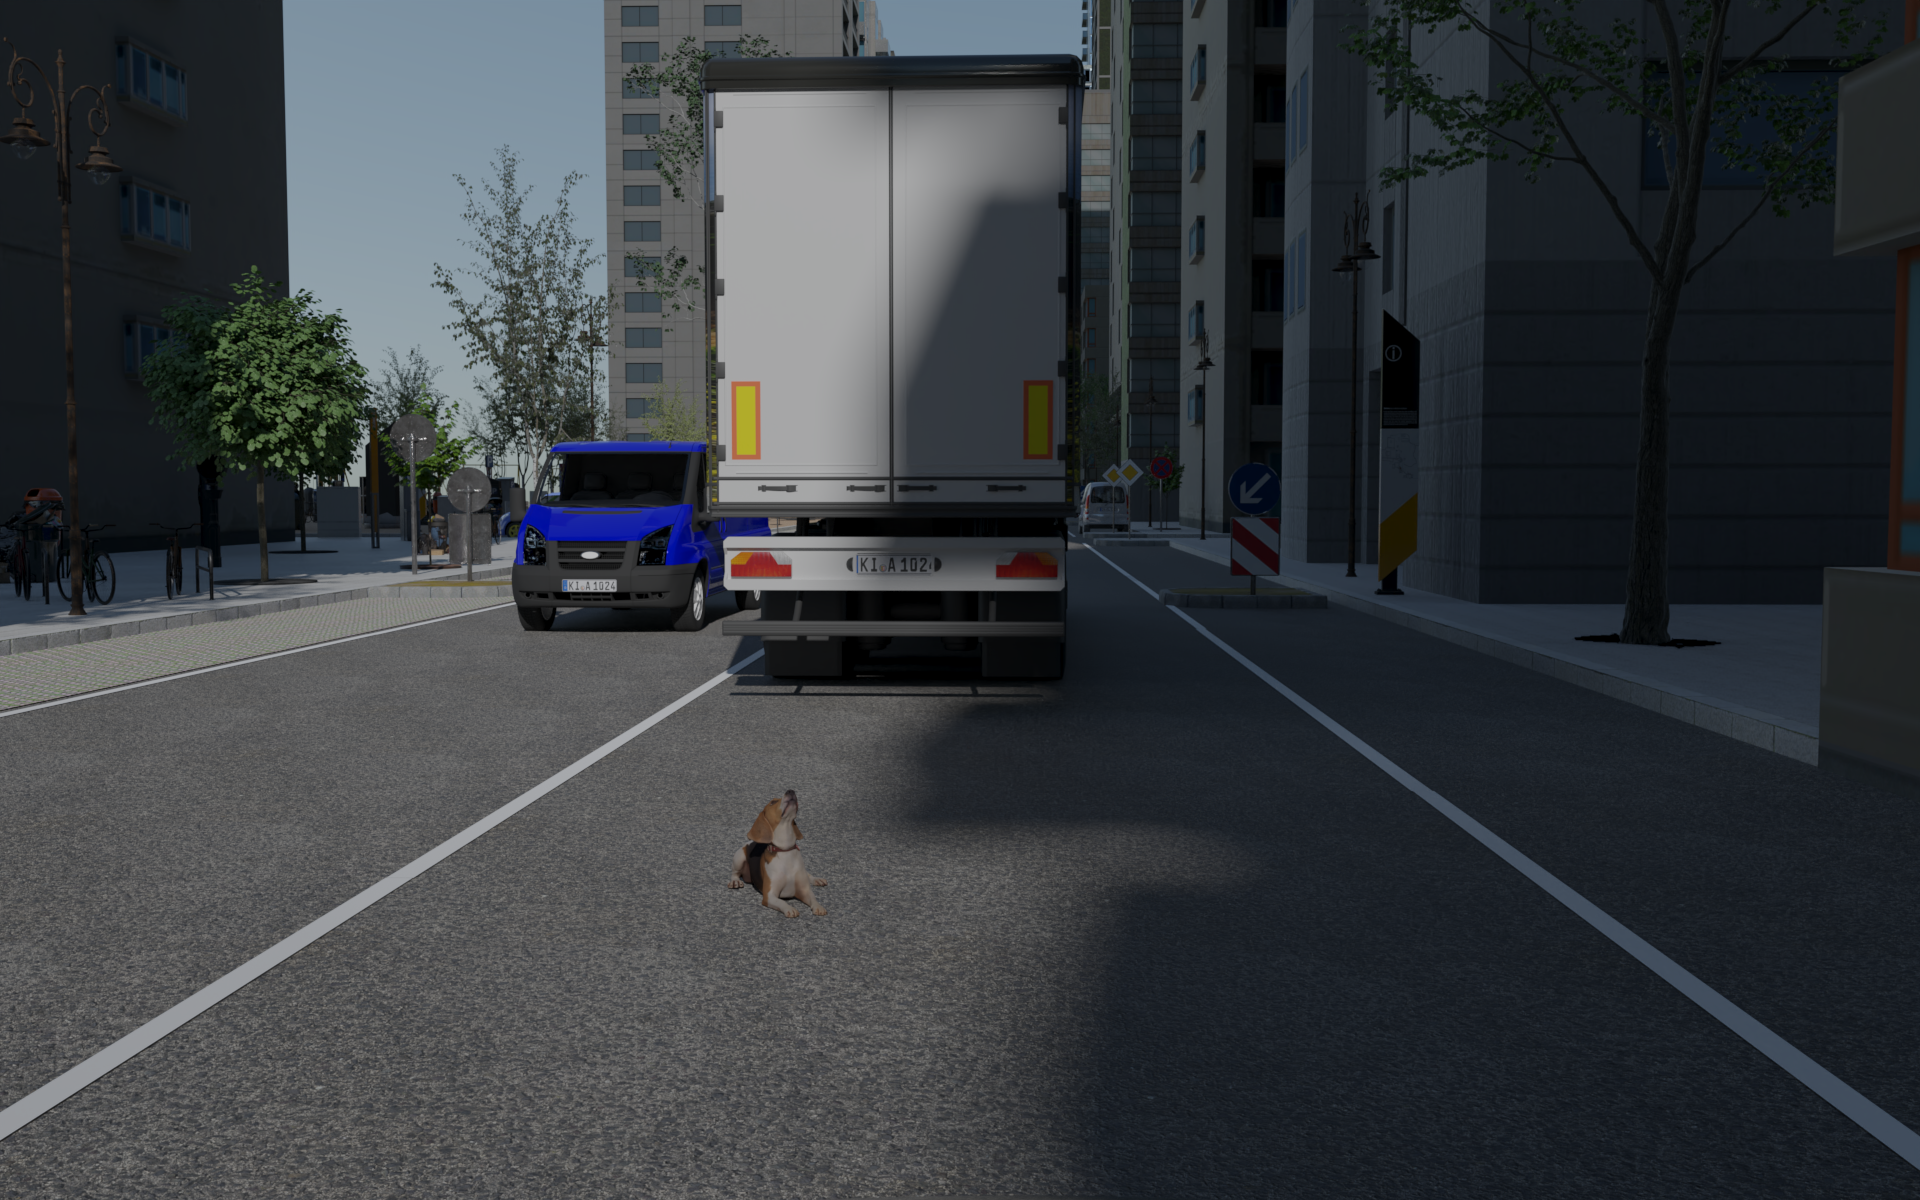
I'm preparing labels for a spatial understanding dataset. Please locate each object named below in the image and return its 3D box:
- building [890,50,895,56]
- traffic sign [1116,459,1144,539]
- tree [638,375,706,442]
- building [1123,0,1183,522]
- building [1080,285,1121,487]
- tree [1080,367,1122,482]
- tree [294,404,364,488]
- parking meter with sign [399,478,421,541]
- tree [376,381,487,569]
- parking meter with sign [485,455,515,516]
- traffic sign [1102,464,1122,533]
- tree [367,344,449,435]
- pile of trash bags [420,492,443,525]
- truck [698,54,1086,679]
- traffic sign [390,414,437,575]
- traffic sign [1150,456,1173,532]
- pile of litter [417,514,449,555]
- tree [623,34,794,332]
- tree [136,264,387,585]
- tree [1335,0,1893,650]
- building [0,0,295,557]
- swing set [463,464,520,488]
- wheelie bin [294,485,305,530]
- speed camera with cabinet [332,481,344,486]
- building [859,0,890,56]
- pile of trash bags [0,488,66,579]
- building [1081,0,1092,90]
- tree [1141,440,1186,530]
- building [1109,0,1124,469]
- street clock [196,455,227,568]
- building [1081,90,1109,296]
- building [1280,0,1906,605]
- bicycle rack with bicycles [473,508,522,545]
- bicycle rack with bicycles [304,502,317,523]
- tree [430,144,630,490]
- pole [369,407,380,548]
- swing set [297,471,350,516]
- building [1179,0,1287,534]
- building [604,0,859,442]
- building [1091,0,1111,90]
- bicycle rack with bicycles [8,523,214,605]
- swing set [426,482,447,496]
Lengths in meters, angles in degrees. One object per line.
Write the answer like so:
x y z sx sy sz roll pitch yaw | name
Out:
-15.491 -34.896 194.254 21.300 48.544 21.600 0 4 2 | building
4.793 -2.769 48.922 0.795 2.450 0.064 0 4 2 | traffic sign
-17.943 -9.658 108.273 4.737 8.622 4.395 0 3 0 | tree
14.981 -24.575 85.402 14.154 41.232 14.086 0 4 2 | building
24.605 -19.107 157.439 27.650 21.520 28.899 0 4 2 | building
8.308 -9.120 99.480 4.360 8.622 3.978 0 3 0 | tree
-27.909 -7.367 70.815 4.737 8.622 4.395 0 3 0 | tree
-15.202 -3.148 47.724 0.543 3.016 1.738 -2 4 -27 | parking meter with sign
-9.290 -2.159 29.907 1.663 3.219 1.824 0 3 0 | tree
-20.376 -4.982 77.709 1.738 3.016 0.543 1 4 15 | parking meter with sign
5.051 -3.258 56.903 0.795 2.450 0.064 0 4 2 | traffic sign
-27.026 -8.182 84.131 4.737 8.622 4.395 0 3 0 | tree
-23.439 -4.173 77.979 1.912 1.369 3.447 1 4 19 | pile of trash bags
-0.169 -1.700 16.716 2.839 4.237 11.283 0 4 3 | truck
-8.690 -1.677 27.525 0.768 2.556 0.104 0 4 5 | traffic sign
6.826 -3.584 58.710 0.768 2.556 0.104 0 4 8 | traffic sign
-10.922 -1.408 36.987 1.176 0.858 1.719 3 5 39 | pile of litter
-7.391 -13.081 69.770 12.611 20.169 13.585 0 3 0 | tree
-10.069 -2.522 24.953 4.285 4.588 4.351 0 3 0 | tree
6.015 -5.423 14.427 9.928 11.665 9.643 0 3 0 | tree
-28.888 -25.173 35.276 21.600 48.544 21.300 0 4 2 | building
-24.688 -5.755 91.716 3.119 2.851 2.862 -1 4 -9 | swing set
-23.749 -3.287 61.653 0.693 1.594 0.980 -3 5 -41 | wheelie bin
-41.835 -7.575 118.192 2.038 3.252 0.660 1 4 11 | speed camera with cabinet
-17.452 -33.560 168.309 23.786 49.044 30.456 0 4 2 | building
-14.974 -1.051 26.930 3.447 1.369 1.912 2 4 33 | pile of trash bags
25.379 -57.447 251.933 22.319 86.520 31.000 0 4 2 | building
7.327 -4.149 62.442 1.663 3.219 1.824 0 3 0 | tree
24.267 -32.274 116.918 28.713 52.752 27.495 0 4 2 | building
-13.033 -1.569 30.230 0.471 2.002 0.358 -1 4 -9 | street clock
19.117 -30.268 178.477 14.154 41.232 14.086 0 4 2 | building
16.985 -29.971 32.033 21.231 58.520 28.212 0 4 2 | building
-11.319 -1.825 43.220 2.852 0.926 2.925 0 4 5 | bicycle rack with bicycles
-28.939 -3.895 77.063 2.925 0.926 2.852 2 4 34 | bicycle rack with bicycles
-8.994 -5.277 36.643 4.360 8.622 3.978 0 3 0 | tree
-13.813 -2.874 40.839 0.158 3.312 0.155 0 3 0 | pole
-24.580 -4.142 65.347 3.119 2.851 2.862 1 4 13 | swing set
19.371 -26.996 65.080 21.600 48.544 21.300 0 4 2 | building
-16.632 -43.049 142.108 20.563 71.187 20.611 0 4 2 | building
23.167 -46.270 194.764 20.563 71.187 20.611 0 4 2 | building
-10.295 -0.471 21.087 2.852 0.926 2.925 -2 4 -28 | bicycle rack with bicycles
-34.394 -7.294 116.881 2.862 2.851 3.119 1 4 16 | swing set
